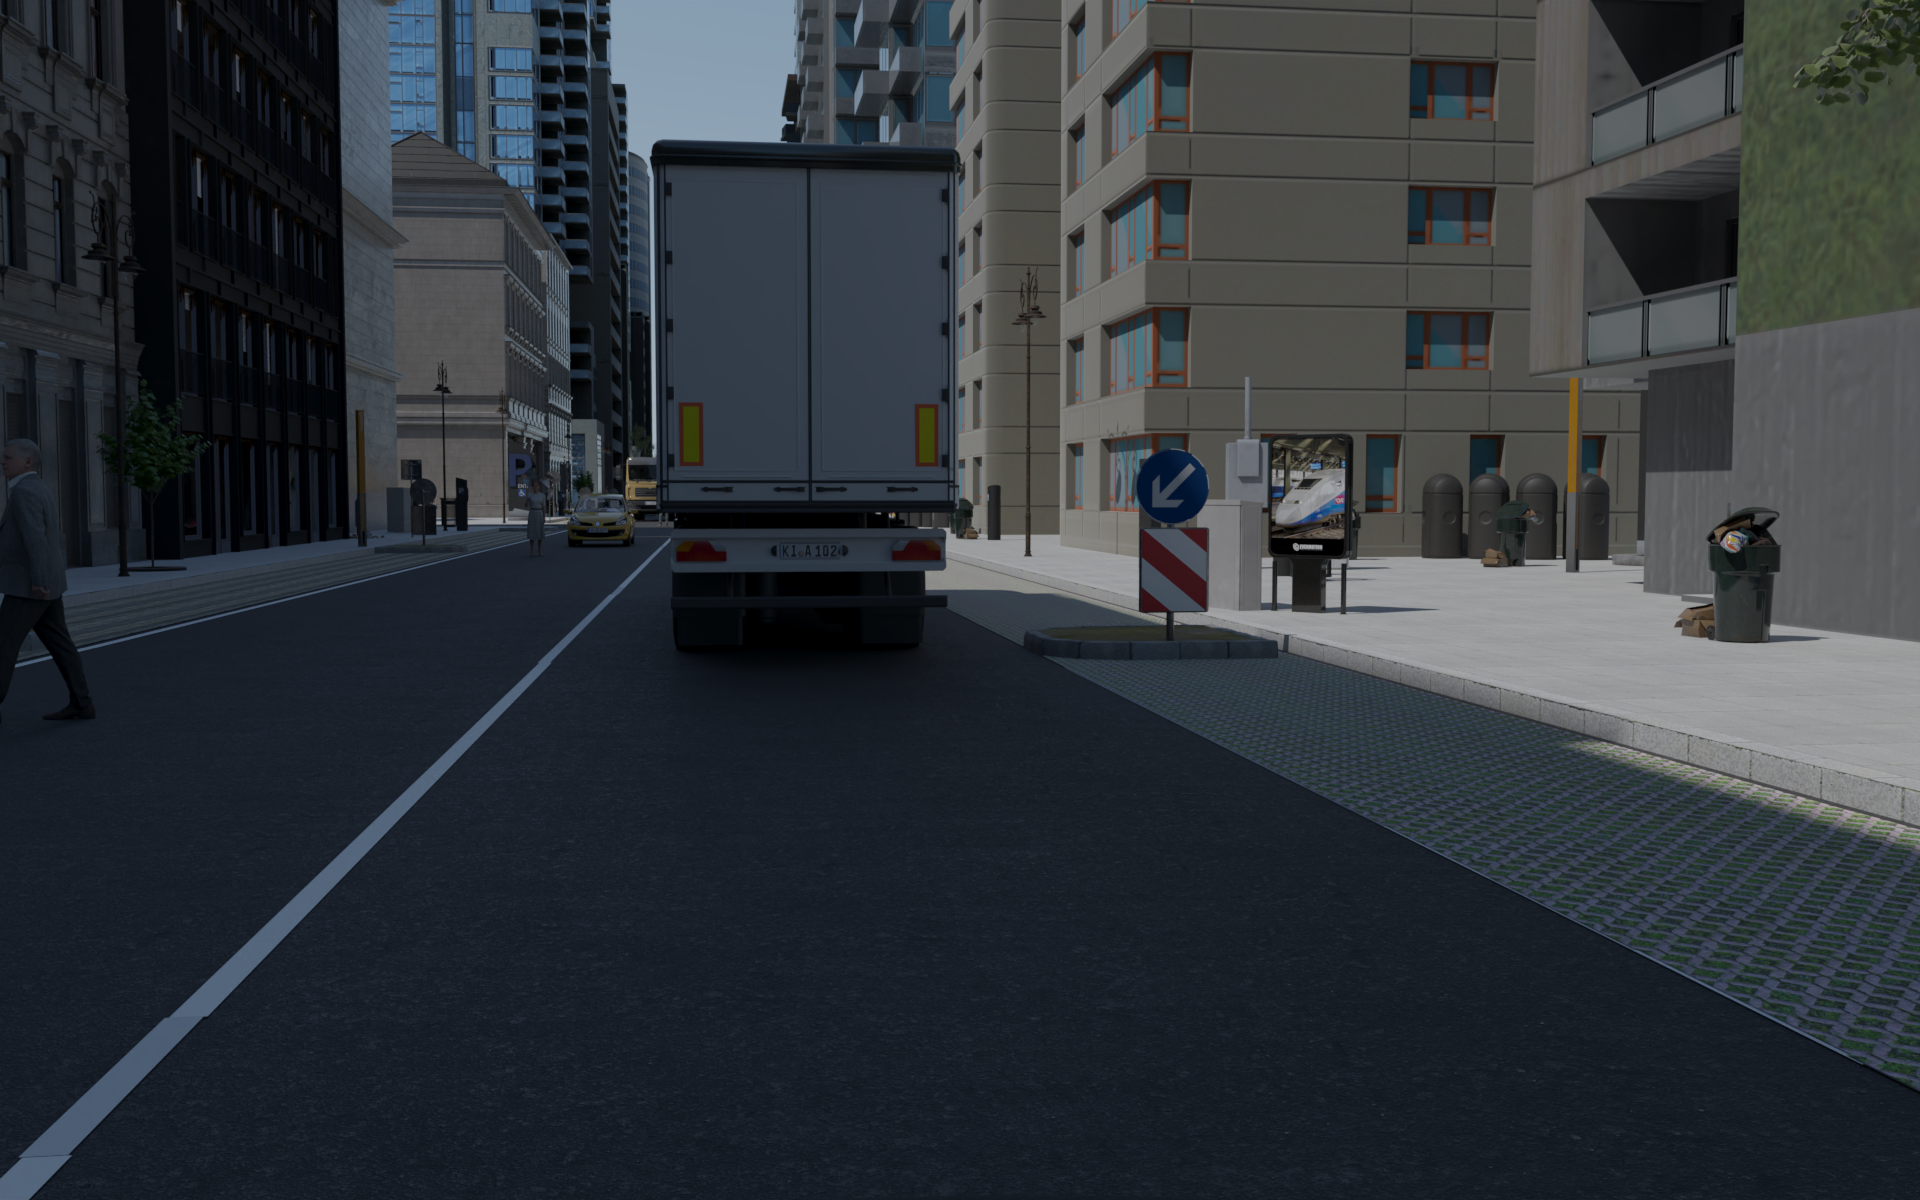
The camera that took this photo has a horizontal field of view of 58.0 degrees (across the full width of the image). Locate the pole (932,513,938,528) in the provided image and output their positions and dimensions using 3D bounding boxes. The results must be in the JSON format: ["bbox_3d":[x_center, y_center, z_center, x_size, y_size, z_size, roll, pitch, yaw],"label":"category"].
[{"bbox_3d":[-0.858,-4.036,59.839,0.158,3.312,0.155,0,3,0],"label":"pole"}]

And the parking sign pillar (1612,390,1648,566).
[{"bbox_3d":[12.550,-2.612,31.172,1.447,3.967,1.447,2,4,30],"label":"parking sign pillar"}]

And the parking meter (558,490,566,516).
[{"bbox_3d":[-26.583,-6.579,115.978,0.372,1.533,0.369,0,3,0],"label":"parking meter"}]

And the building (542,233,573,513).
[{"bbox_3d":[-33.197,-16.769,123.316,9.793,20.994,18.267,0,4,-8],"label":"building"}]

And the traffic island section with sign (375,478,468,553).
[{"bbox_3d":[-13.221,-2.080,42.637,1.989,1.847,2.006,0,4,-8],"label":"traffic island section with sign"}]

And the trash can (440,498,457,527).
[{"bbox_3d":[-19.827,-3.398,67.215,0.748,1.137,0.748,0,3,0],"label":"trash can"}]

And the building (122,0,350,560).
[{"bbox_3d":[-22.386,-12.864,39.998,12.332,23.373,15.834,0,4,-8],"label":"building"}]

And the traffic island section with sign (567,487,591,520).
[{"bbox_3d":[-20.792,-5.363,96.311,1.989,1.847,2.006,0,4,-8],"label":"traffic island section with sign"}]

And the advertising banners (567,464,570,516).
[{"bbox_3d":[-23.363,-6.551,103.290,0.090,3.025,2.074,-1,4,-10],"label":"advertising banners"}]

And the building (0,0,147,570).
[{"bbox_3d":[-19.015,-10.642,23.150,9.793,20.994,18.267,0,4,-8],"label":"building"}]

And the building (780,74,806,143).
[{"bbox_3d":[-7.347,-32.201,181.111,22.147,44.769,28.867,0,4,-8],"label":"building"}]

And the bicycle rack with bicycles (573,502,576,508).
[{"bbox_3d":[-31.589,-7.784,140.652,2.852,0.926,2.925,1,4,14],"label":"bicycle rack with bicycles"}]

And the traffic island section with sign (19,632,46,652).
[{"bbox_3d":[-9.454,-0.446,15.913,1.989,1.847,2.006,0,4,-8],"label":"traffic island section with sign"}]

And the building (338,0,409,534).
[{"bbox_3d":[-31.172,-16.472,56.702,23.554,28.519,14.401,0,4,-8],"label":"building"}]

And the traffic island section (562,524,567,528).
[{"bbox_3d":[-17.776,-3.225,75.004,2.009,0.180,2.903,0,4,-8],"label":"traffic island section"}]

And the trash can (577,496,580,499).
[{"bbox_3d":[-25.837,-6.544,118.645,0.748,1.137,0.748,0,3,0],"label":"trash can"}]

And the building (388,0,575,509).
[{"bbox_3d":[-44.529,-51.875,160.827,22.319,86.520,31.000,0,4,-8],"label":"building"}]

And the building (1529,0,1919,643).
[{"bbox_3d":[14.593,-20.524,19.165,14.154,41.232,14.086,0,4,-8],"label":"building"}]

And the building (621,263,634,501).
[{"bbox_3d":[-47.011,-26.635,207.185,14.160,30.474,14.107,0,4,-8],"label":"building"}]

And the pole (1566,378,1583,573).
[{"bbox_3d":[10.016,-2.102,28.217,0.158,3.312,0.155,0,3,0],"label":"pole"}]

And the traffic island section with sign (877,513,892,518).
[{"bbox_3d":[-2.202,-2.105,43.045,1.989,1.847,2.006,0,4,-8],"label":"traffic island section with sign"}]

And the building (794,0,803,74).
[{"bbox_3d":[-11.092,-54.894,210.181,22.319,86.520,31.000,0,4,-8],"label":"building"}]

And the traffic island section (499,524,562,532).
[{"bbox_3d":[-16.661,-2.741,67.097,2.009,0.180,2.903,0,4,-8],"label":"traffic island section"}]

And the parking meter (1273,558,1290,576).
[{"bbox_3d":[5.090,-1.143,27.101,0.372,1.533,0.369,0,3,0],"label":"parking meter"}]

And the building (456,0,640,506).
[{"bbox_3d":[-56.659,-56.992,244.498,22.319,86.520,31.000,0,4,-8],"label":"building"}]

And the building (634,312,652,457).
[{"bbox_3d":[-55.266,-30.424,269.138,14.160,30.474,14.107,0,4,-8],"label":"building"}]

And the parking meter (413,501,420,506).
[{"bbox_3d":[-19.204,-3.224,61.125,0.372,1.533,0.369,0,3,0],"label":"parking meter"}]

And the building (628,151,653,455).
[{"bbox_3d":[-62.733,-45.724,289.577,21.231,58.520,28.212,0,4,-8],"label":"building"}]

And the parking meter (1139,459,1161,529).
[{"bbox_3d":[3.156,-1.408,28.733,0.255,1.863,0.399,2,4,32],"label":"parking meter"}]

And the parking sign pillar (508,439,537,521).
[{"bbox_3d":[-21.154,-5.827,83.741,1.447,3.967,1.447,0,4,-3],"label":"parking sign pillar"}]

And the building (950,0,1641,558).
[{"bbox_3d":[15.332,-12.539,50.057,27.650,21.520,28.899,0,4,-8],"label":"building"}]

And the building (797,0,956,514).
[{"bbox_3d":[-1.256,-31.620,136.602,23.786,49.044,30.456,0,4,-8],"label":"building"}]

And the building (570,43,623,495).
[{"bbox_3d":[-48.261,-34.530,188.259,21.300,48.544,21.600,0,4,-8],"label":"building"}]

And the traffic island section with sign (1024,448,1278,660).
[{"bbox_3d":[1.638,-0.440,15.815,1.989,1.847,2.006,0,4,-8],"label":"traffic island section with sign"}]

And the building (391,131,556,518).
[{"bbox_3d":[-29.029,-14.861,93.890,10.553,20.767,40.483,0,4,-8],"label":"building"}]

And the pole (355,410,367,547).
[{"bbox_3d":[-14.554,-2.951,42.088,0.158,3.312,0.155,0,3,0],"label":"pole"}]

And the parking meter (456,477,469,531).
[{"bbox_3d":[-17.289,-3.331,60.179,0.399,1.863,0.255,0,4,-6],"label":"parking meter"}]

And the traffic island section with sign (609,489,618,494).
[{"bbox_3d":[-24.598,-7.010,123.246,1.989,1.847,2.006,0,4,-8],"label":"traffic island section with sign"}]

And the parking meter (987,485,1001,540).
[{"bbox_3d":[0.949,-2.429,48.122,0.372,1.533,0.369,0,3,0],"label":"parking meter"}]

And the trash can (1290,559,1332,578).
[{"bbox_3d":[5.187,-0.852,25.586,0.748,1.137,0.748,0,3,0],"label":"trash can"}]
